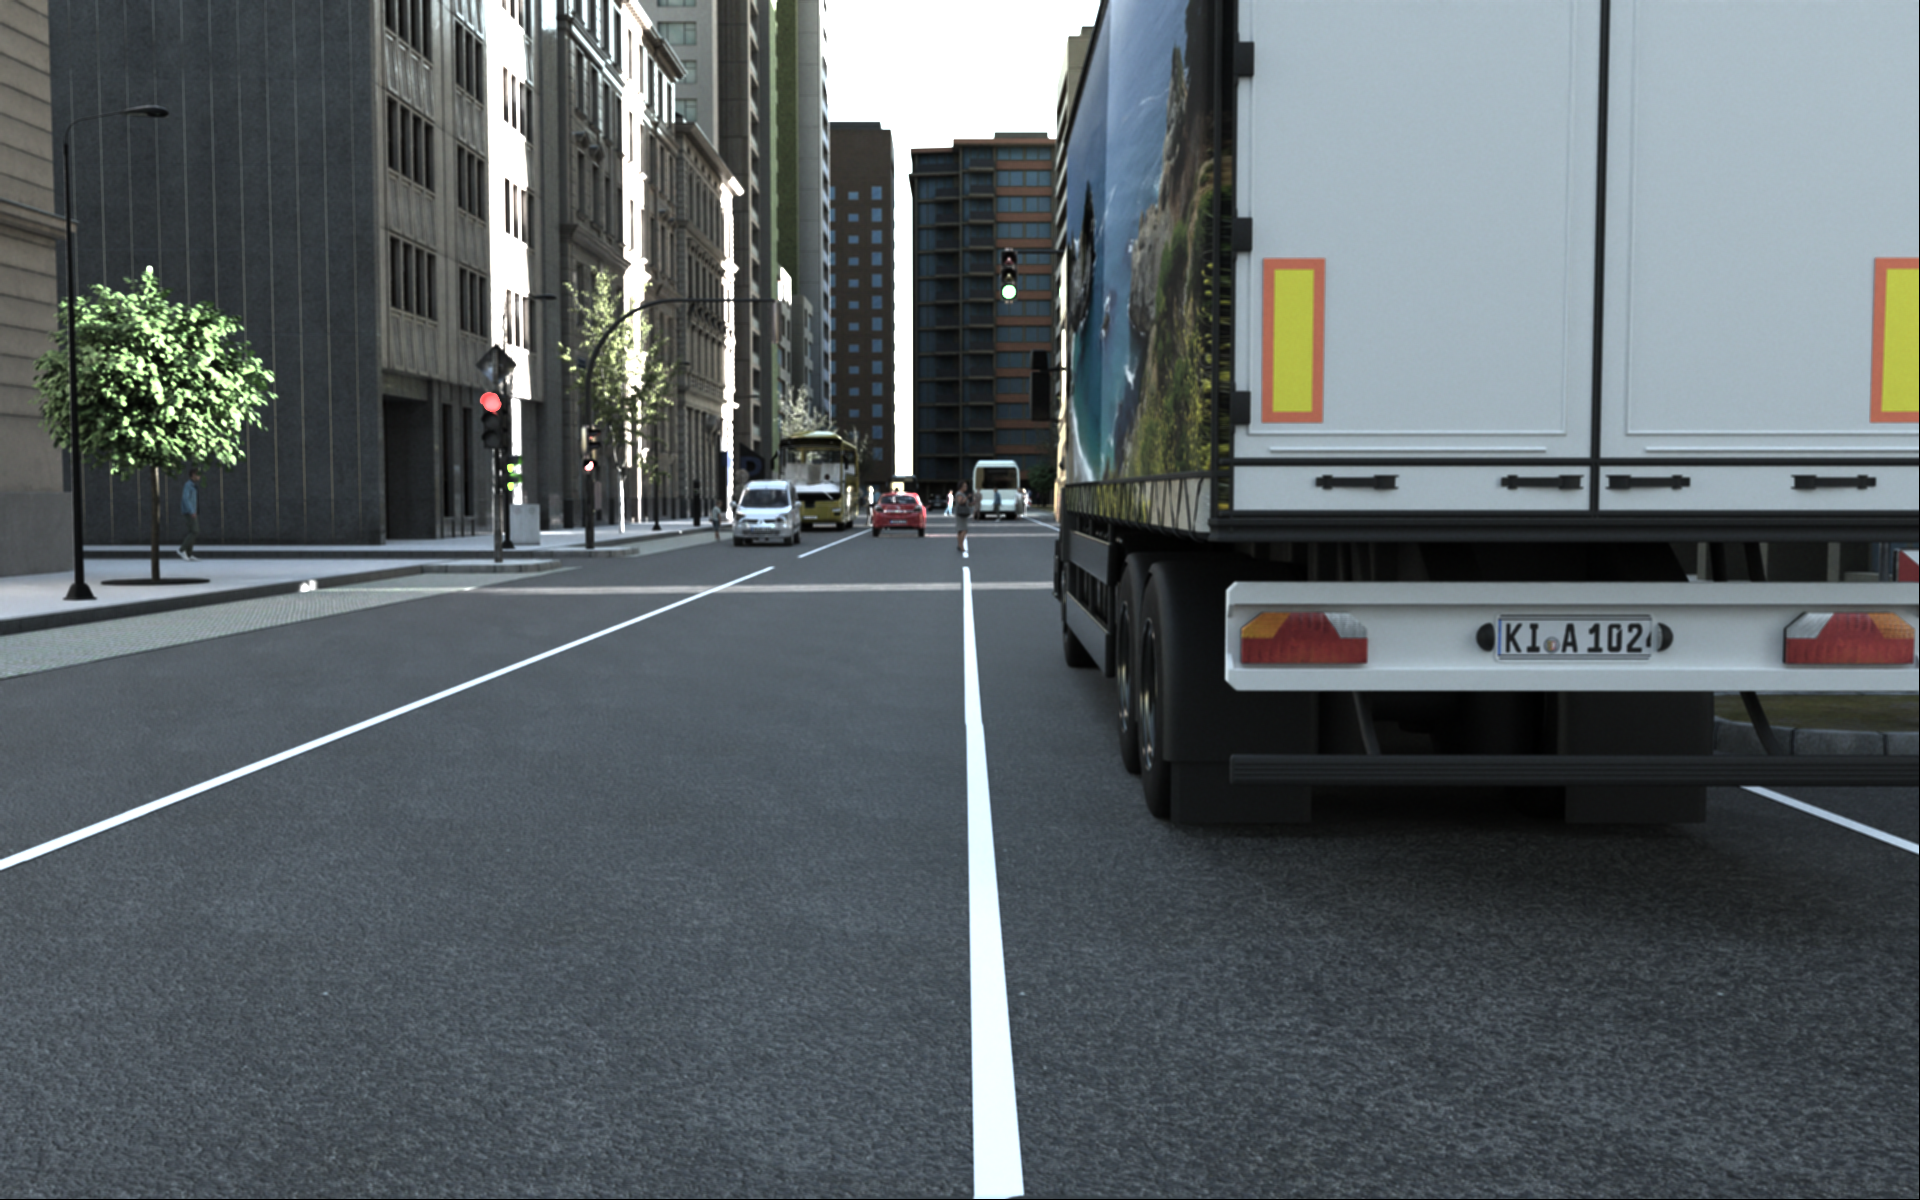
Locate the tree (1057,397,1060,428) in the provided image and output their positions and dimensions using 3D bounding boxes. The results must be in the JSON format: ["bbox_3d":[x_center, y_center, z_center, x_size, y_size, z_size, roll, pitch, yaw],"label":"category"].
[{"bbox_3d":[8.546,-10.431,120.916,4.737,8.622,4.395,0,3,0],"label":"tree"}]

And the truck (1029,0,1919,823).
[{"bbox_3d":[2.009,-1.347,10.934,2.839,4.237,11.283,0,4,0],"label":"truck"}]

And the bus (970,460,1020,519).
[{"bbox_3d":[2.052,-6.510,101.290,2.948,3.499,13.247,0,4,1],"label":"bus"}]

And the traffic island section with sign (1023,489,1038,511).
[{"bbox_3d":[5.448,-8.218,142.995,1.989,1.847,2.006,0,3,0],"label":"traffic island section with sign"}]

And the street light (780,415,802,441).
[{"bbox_3d":[-10.020,-7.918,101.994,1.470,5.913,1.316,0,3,0],"label":"street light"}]

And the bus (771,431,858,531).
[{"bbox_3d":[-5.710,-4.851,70.856,2.896,3.916,12.252,0,4,-1],"label":"bus"}]

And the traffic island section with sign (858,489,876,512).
[{"bbox_3d":[-8.185,-8.175,142.281,1.989,1.847,2.006,0,3,0],"label":"traffic island section with sign"}]

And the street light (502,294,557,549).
[{"bbox_3d":[-10.065,-4.151,40.406,1.470,5.913,1.316,0,3,0],"label":"street light"}]

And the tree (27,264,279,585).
[{"bbox_3d":[-11.578,-2.515,24.832,4.285,4.588,4.351,0,3,0],"label":"tree"}]

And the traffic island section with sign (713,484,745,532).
[{"bbox_3d":[-8.309,-3.508,65.980,1.989,1.847,2.006,0,3,0],"label":"traffic island section with sign"}]

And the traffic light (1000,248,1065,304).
[{"bbox_3d":[3.123,-3.522,32.258,4.771,5.953,1.251,0,3,0],"label":"traffic light"}]

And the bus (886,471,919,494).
[{"bbox_3d":[-5.275,-10.138,160.622,2.948,3.499,13.247,0,4,-1],"label":"bus"}]

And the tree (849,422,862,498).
[{"bbox_3d":[-10.292,-11.350,135.929,4.360,8.622,3.978,0,3,0],"label":"tree"}]

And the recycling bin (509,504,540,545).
[{"bbox_3d":[-11.012,-1.906,43.717,0.722,1.027,0.722,-1,4,-21],"label":"recycling bin"}]

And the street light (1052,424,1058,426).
[{"bbox_3d":[6.842,-8.745,115.525,1.470,5.913,1.316,0,3,0],"label":"street light"}]

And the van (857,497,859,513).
[{"bbox_3d":[-8.400,-7.337,126.973,2.013,2.044,4.112,0,4,0],"label":"van"}]

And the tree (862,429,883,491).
[{"bbox_3d":[-10.735,-14.261,183.532,4.360,8.622,3.978,0,3,0],"label":"tree"}]

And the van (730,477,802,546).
[{"bbox_3d":[-5.447,-2.573,49.074,2.013,2.044,4.112,0,4,-1],"label":"van"}]

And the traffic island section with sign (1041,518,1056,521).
[{"bbox_3d":[5.352,-5.122,92.373,1.989,1.847,2.006,0,3,0],"label":"traffic island section with sign"}]

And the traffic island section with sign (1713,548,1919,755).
[{"bbox_3d":[5.221,-0.091,10.114,1.989,1.847,2.006,0,3,0],"label":"traffic island section with sign"}]

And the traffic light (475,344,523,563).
[{"bbox_3d":[-8.647,-2.659,32.402,0.839,4.253,0.868,0,3,0],"label":"traffic light"}]

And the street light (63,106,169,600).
[{"bbox_3d":[-10.169,-2.957,20.888,1.470,5.913,1.316,0,3,0],"label":"street light"}]

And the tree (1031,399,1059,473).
[{"bbox_3d":[7.357,-10.761,126.308,4.360,8.622,3.978,0,3,0],"label":"tree"}]

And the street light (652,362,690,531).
[{"bbox_3d":[-10.146,-5.402,60.867,1.470,5.913,1.316,0,3,0],"label":"street light"}]

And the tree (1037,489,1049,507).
[{"bbox_3d":[8.259,-10.909,172.957,1.663,3.219,1.824,0,3,0],"label":"tree"}]

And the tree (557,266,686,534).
[{"bbox_3d":[-10.922,-6.445,55.734,4.737,8.622,4.395,0,3,0],"label":"tree"}]

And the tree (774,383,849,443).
[{"bbox_3d":[-10.392,-10.025,114.273,4.360,8.622,3.978,0,3,0],"label":"tree"}]

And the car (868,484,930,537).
[{"bbox_3d":[-2.100,-3.107,59.847,2.155,1.783,4.494,0,4,-1],"label":"car"}]

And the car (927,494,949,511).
[{"bbox_3d":[-1.805,-8.333,146.031,2.009,1.686,4.222,0,4,2],"label":"car"}]

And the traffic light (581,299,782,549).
[{"bbox_3d":[-6.542,-4.021,40.419,4.771,5.953,1.251,0,3,0],"label":"traffic light"}]

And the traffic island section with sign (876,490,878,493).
[{"bbox_3d":[-8.142,-9.823,169.236,1.989,1.847,2.006,0,3,0],"label":"traffic island section with sign"}]

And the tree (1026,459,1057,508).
[{"bbox_3d":[7.719,-10.811,160.470,4.285,4.588,4.351,0,3,0],"label":"tree"}]

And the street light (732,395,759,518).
[{"bbox_3d":[-10.099,-6.654,81.327,1.470,5.913,1.316,0,3,0],"label":"street light"}]
